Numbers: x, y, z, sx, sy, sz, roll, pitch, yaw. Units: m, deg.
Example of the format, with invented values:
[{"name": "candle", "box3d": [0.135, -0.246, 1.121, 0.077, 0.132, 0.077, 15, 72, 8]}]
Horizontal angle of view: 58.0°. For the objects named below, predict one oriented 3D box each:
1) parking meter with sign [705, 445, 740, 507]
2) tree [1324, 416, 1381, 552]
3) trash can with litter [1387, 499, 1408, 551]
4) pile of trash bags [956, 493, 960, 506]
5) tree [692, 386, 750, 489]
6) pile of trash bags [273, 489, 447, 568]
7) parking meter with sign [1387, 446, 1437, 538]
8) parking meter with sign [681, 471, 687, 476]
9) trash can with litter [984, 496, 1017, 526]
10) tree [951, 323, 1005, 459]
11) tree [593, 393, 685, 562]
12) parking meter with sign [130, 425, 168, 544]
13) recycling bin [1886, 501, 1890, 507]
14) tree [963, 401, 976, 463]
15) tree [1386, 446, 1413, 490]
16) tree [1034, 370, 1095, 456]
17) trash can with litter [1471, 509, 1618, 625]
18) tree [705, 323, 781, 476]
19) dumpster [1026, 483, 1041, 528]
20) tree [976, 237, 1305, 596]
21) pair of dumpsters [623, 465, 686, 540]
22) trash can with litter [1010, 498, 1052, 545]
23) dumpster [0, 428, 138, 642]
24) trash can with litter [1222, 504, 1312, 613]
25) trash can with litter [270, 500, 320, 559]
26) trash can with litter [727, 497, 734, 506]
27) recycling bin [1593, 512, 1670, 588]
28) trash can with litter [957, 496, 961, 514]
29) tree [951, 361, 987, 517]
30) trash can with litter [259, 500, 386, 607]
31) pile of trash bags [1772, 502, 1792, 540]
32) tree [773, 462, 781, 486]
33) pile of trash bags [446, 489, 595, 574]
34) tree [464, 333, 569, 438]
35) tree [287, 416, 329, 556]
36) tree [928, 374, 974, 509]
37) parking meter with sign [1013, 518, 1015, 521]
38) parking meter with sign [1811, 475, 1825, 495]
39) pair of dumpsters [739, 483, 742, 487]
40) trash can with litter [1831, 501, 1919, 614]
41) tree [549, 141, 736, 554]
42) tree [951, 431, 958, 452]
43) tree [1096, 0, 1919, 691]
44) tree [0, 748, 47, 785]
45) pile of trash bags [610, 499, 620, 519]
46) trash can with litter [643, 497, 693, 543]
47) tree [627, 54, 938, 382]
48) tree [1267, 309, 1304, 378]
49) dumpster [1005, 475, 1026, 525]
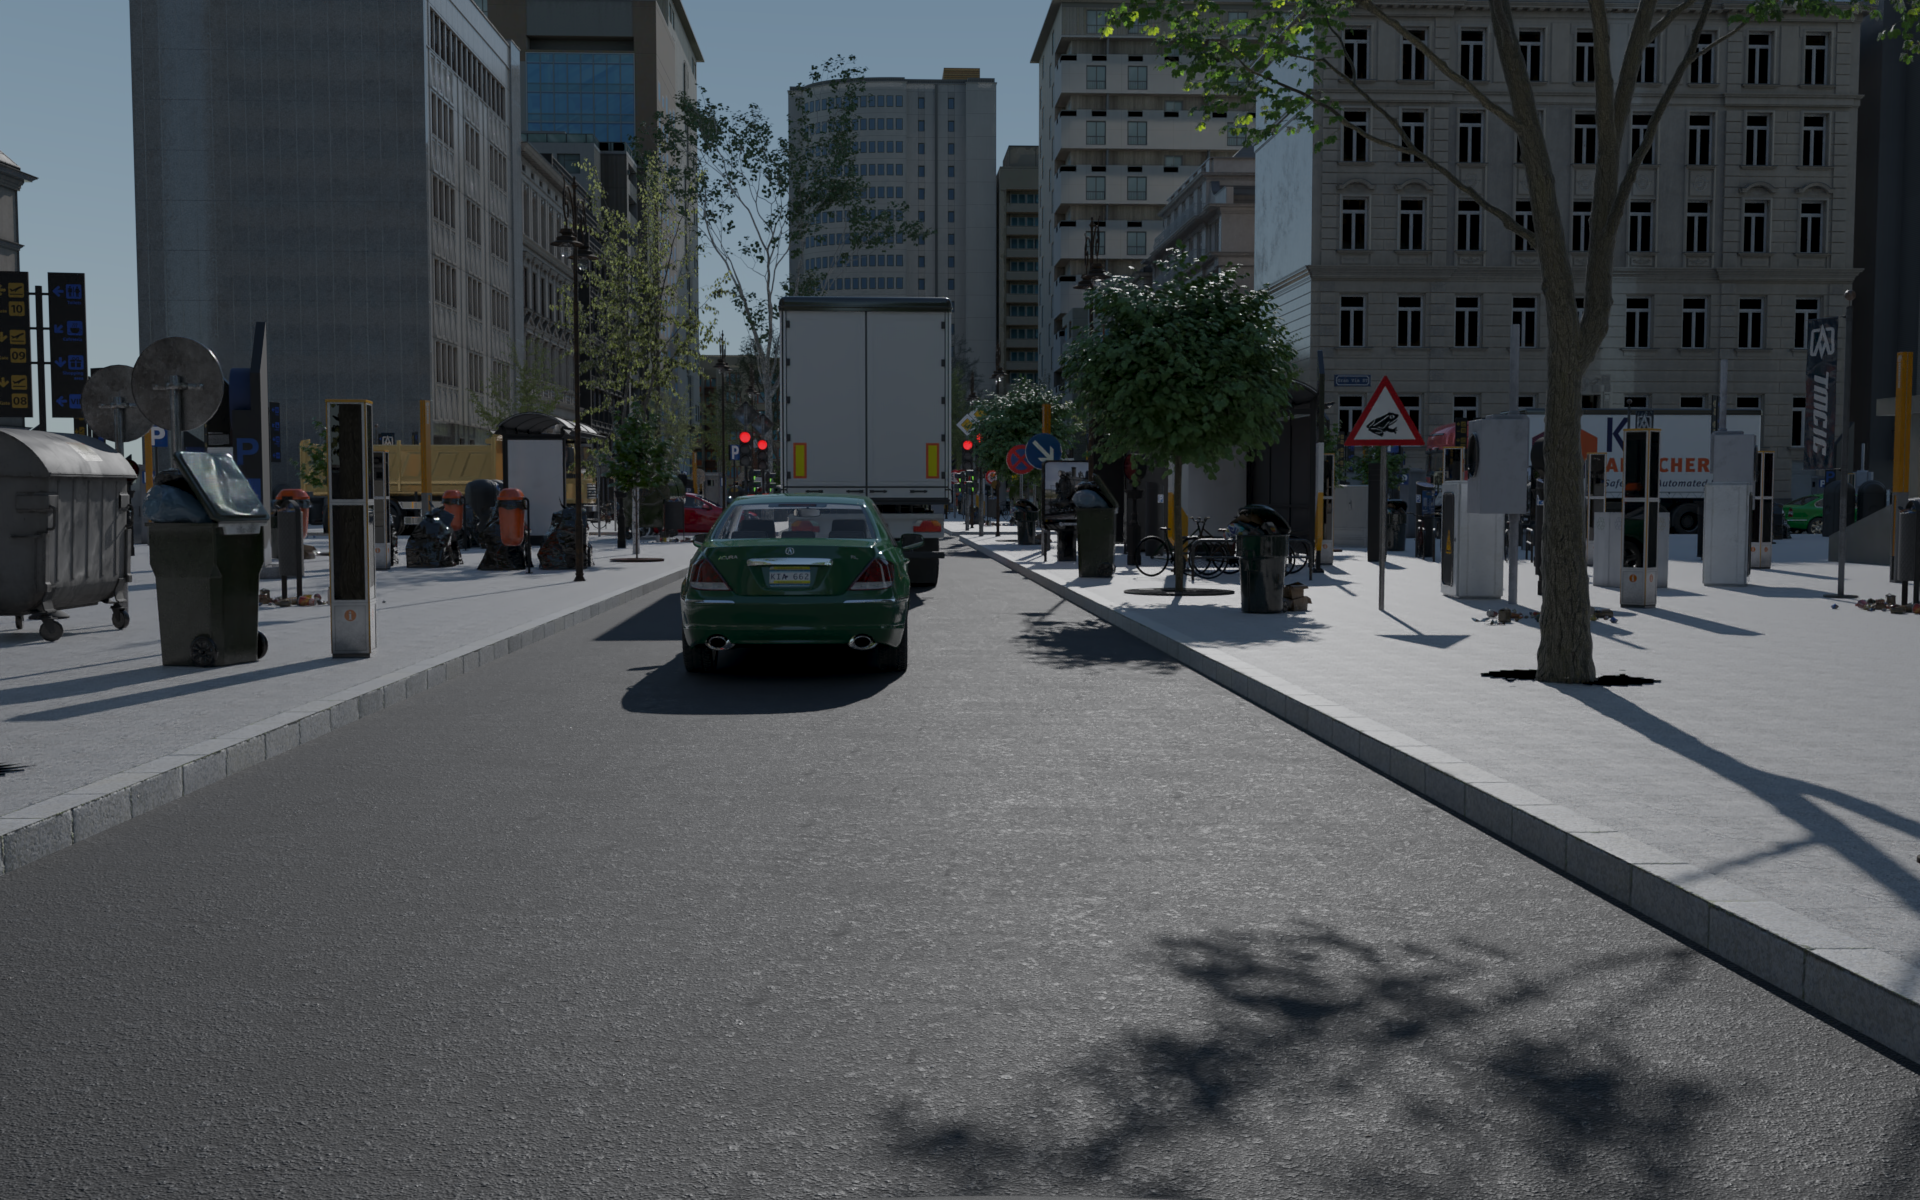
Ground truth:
[{"name": "parking meter with sign", "box3d": [-8.672, -3.993, 61.552, 1.738, 3.016, 0.543, 2, 4, 30]}, {"name": "tree", "box3d": [8.128, -2.692, 38.613, 1.663, 3.219, 1.824, 0, 3, 0]}, {"name": "trash can with litter", "box3d": [9.790, -1.699, 39.161, 0.624, 1.170, 1.055, 1, 4, 12]}, {"name": "pile of trash bags", "box3d": [0.679, -6.665, 118.726, 1.912, 1.369, 3.447, -3, 4, -37]}, {"name": "tree", "box3d": [-16.176, -10.298, 118.737, 4.737, 8.622, 4.395, 0, 3, 0]}, {"name": "pile of trash bags", "box3d": [-10.583, -1.297, 30.951, 3.447, 1.369, 1.912, 0, 4, 6]}, {"name": "parking meter with sign", "box3d": [13.218, -3.314, 50.447, 1.738, 3.016, 0.543, -2, 4, -29]}, {"name": "parking meter with sign", "box3d": [-20.222, -8.221, 130.674, 1.738, 3.016, 0.543, 3, 4, 38]}, {"name": "trash can with litter", "box3d": [1.681, -3.607, 70.026, 2.233, 1.210, 1.678, -3, 4, -38]}, {"name": "tree", "box3d": [-1.763, -12.851, 120.485, 12.009, 13.543, 11.850, 0, 3, 0]}, {"name": "tree", "box3d": [-6.241, -2.337, 32.807, 1.663, 3.219, 1.824, 0, 3, 0]}, {"name": "parking meter with sign", "box3d": [-20.977, -2.953, 44.545, 1.738, 3.016, 0.543, 3, 5, 43]}, {"name": "recycling bin", "box3d": [34.175, -3.125, 63.645, 0.722, 1.027, 0.722, -1, 4, -15]}, {"name": "tree", "box3d": [1.756, -3.864, 46.892, 4.285, 4.588, 4.351, 0, 3, 0]}, {"name": "tree", "box3d": [10.794, -3.060, 44.631, 1.663, 3.219, 1.824, 0, 3, 0]}, {"name": "tree", "box3d": [5.535, -9.316, 102.685, 4.360, 8.622, 3.978, 0, 3, 0]}, {"name": "trash can with litter", "box3d": [5.921, -0.409, 17.750, 2.233, 1.210, 1.678, -3, 4, -38]}, {"name": "tree", "box3d": [-9.642, -9.755, 93.905, 8.767, 10.594, 7.601, 0, 4, -4]}, {"name": "dumpster", "box3d": [3.418, -3.839, 65.258, 1.502, 2.255, 1.985, 0, 4, -3]}, {"name": "tree", "box3d": [2.849, -2.366, 22.398, 4.285, 4.588, 4.351, 0, 3, 0]}, {"name": "pair of dumpsters", "box3d": [-8.993, -2.940, 50.557, 1.574, 2.255, 4.437, 0, 4, -3]}, {"name": "trash can with litter", "box3d": [1.808, -1.977, 43.712, 0.624, 1.170, 1.055, 3, 5, 45]}, {"name": "dumpster", "box3d": [-8.433, -0.605, 15.652, 1.264, 1.857, 1.865, 0, 4, -3]}, {"name": "trash can with litter", "box3d": [3.381, -0.460, 18.905, 0.624, 1.170, 1.055, 3, 5, 40]}, {"name": "trash can with litter", "box3d": [-13.183, -1.401, 34.296, 1.055, 1.170, 0.624, 1, 4, 16]}, {"name": "trash can with litter", "box3d": [-10.134, -4.056, 77.708, 1.055, 1.170, 0.624, 3, 5, 43]}, {"name": "recycling bin", "box3d": [9.270, -0.696, 23.932, 0.722, 1.027, 0.722, -1, 4, -19]}, {"name": "trash can with litter", "box3d": [0.172, -5.999, 109.471, 0.624, 1.170, 1.055, -1, 4, -8]}, {"name": "tree", "box3d": [-0.150, -8.842, 94.929, 4.737, 8.622, 4.395, 0, 3, 0]}, {"name": "trash can with litter", "box3d": [-7.927, -0.574, 20.449, 1.678, 1.210, 2.233, -3, 5, -40]}, {"name": "pile of trash bags", "box3d": [22.278, -2.403, 49.042, 1.912, 1.369, 3.447, 3, 4, 39]}, {"name": "tree", "box3d": [-8.963, -5.712, 87.996, 1.663, 3.219, 1.824, 0, 3, 0]}, {"name": "pile of trash bags", "box3d": [-7.280, -1.199, 29.354, 1.912, 1.369, 3.447, 0, 4, -3]}, {"name": "tree", "box3d": [-19.944, -7.854, 78.768, 4.737, 8.622, 4.395, 0, 3, 0]}, {"name": "tree", "box3d": [-12.973, -2.559, 36.442, 1.663, 3.219, 1.824, 0, 3, 0]}, {"name": "tree", "box3d": [-2.150, -13.636, 141.070, 7.486, 12.596, 7.792, 0, 3, 0]}, {"name": "parking meter with sign", "box3d": [3.161, -4.860, 75.715, 1.738, 3.016, 0.543, 0, 4, -4]}, {"name": "parking meter with sign", "box3d": [34.936, -4.532, 70.354, 0.543, 3.016, 1.738, 0, 4, 5]}, {"name": "pair of dumpsters", "box3d": [-14.195, -6.834, 114.233, 1.574, 2.255, 4.437, 0, 4, -3]}, {"name": "trash can with litter", "box3d": [10.557, -0.497, 19.176, 1.678, 1.210, 2.233, 1, 4, 16]}, {"name": "tree", "box3d": [-6.903, -5.297, 36.965, 4.360, 8.622, 3.978, 0, 3, 0]}, {"name": "tree", "box3d": [-2.265, -11.088, 131.658, 4.360, 8.622, 3.978, 0, 3, 0]}, {"name": "tree", "box3d": [4.223, -5.257, 11.709, 9.928, 11.665, 9.643, 0, 3, 0]}, {"name": "tree", "box3d": [-4.974, -5.002, 7.536, 9.928, 11.665, 9.643, 0, 3, 0]}, {"name": "pile of trash bags", "box3d": [-15.924, -4.720, 86.931, 3.447, 1.369, 1.912, -3, 5, -43]}, {"name": "trash can with litter", "box3d": [-7.239, -2.146, 46.145, 2.233, 1.210, 1.678, 0, 4, 1]}, {"name": "tree", "box3d": [-6.742, -13.306, 73.449, 12.611, 20.169, 13.585, 0, 3, 0]}, {"name": "tree", "box3d": [11.469, -7.213, 68.289, 4.737, 8.622, 4.395, 0, 3, 0]}, {"name": "dumpster", "box3d": [2.746, -4.336, 73.379, 1.502, 2.255, 1.985, 0, 4, -3]}]
